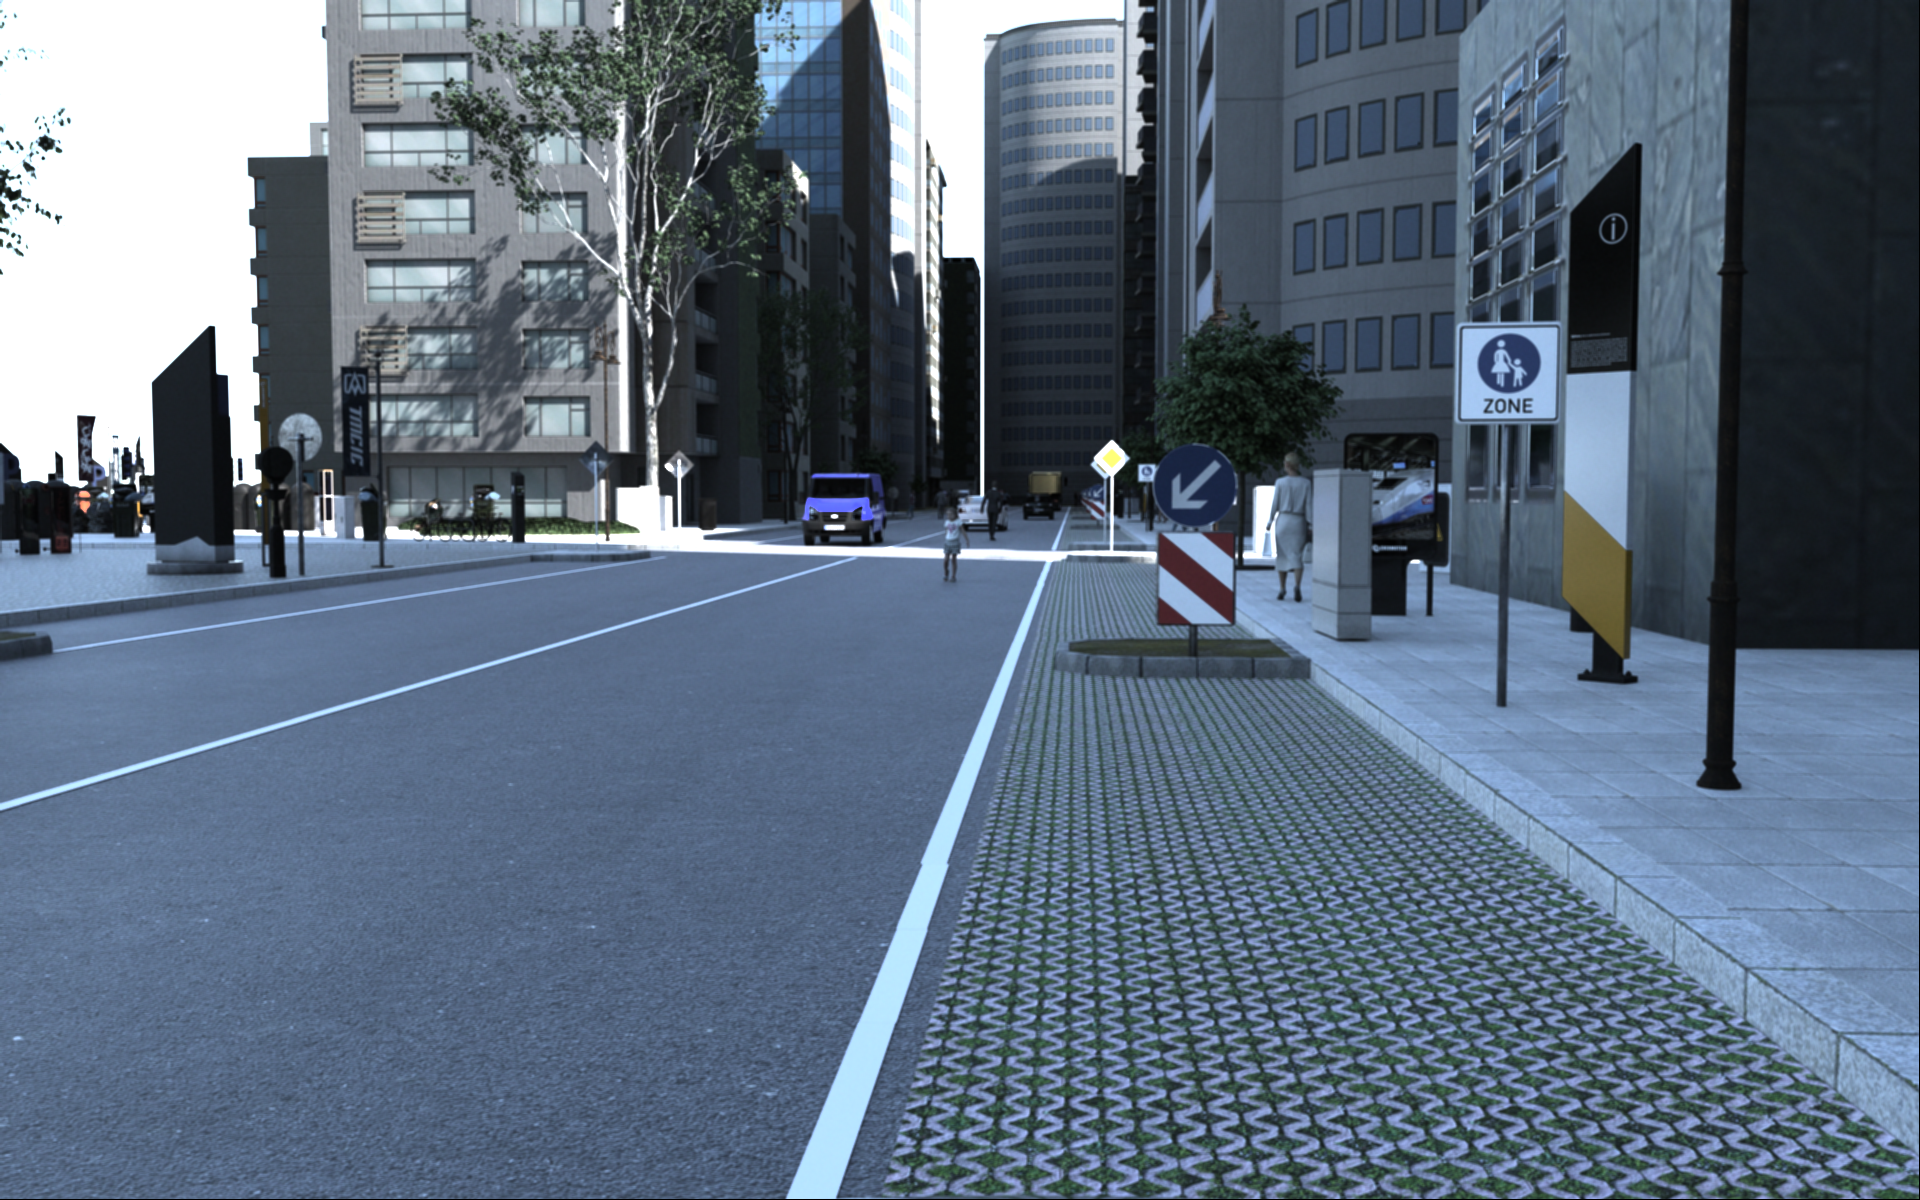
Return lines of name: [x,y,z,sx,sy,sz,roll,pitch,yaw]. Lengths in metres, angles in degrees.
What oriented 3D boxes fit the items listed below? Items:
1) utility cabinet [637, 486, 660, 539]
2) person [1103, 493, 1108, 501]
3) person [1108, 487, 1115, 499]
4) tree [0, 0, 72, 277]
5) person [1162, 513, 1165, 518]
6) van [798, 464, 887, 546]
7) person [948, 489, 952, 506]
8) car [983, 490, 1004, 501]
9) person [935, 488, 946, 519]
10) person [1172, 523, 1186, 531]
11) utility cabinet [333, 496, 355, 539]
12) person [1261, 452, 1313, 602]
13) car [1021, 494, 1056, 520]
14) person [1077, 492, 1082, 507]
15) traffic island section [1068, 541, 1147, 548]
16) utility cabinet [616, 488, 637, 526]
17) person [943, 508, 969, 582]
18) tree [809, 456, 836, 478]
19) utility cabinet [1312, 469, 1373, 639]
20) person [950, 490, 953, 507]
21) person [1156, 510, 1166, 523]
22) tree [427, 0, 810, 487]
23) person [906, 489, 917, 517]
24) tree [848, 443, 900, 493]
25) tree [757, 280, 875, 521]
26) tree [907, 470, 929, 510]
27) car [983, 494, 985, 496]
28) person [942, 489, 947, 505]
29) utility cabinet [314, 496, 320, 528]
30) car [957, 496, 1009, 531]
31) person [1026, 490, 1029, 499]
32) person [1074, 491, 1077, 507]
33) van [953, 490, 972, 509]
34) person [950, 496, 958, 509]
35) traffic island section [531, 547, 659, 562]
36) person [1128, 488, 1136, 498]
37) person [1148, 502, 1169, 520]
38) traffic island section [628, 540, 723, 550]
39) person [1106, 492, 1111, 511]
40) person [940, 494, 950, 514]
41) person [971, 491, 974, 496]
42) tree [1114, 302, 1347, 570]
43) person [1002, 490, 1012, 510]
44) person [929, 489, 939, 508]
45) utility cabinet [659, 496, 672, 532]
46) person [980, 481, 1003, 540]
utility cabinet: [-8.776,-2.470,49.071,0.318,1.500,1.173,0,4,3]
person: [15.744,-10.901,187.456,0.799,1.438,0.628,3,4,36]
person: [11.701,-7.664,131.446,0.705,1.812,1.348,-3,5,-40]
tree: [-12.154,-4.249,19.832,4.360,8.622,3.978,0,3,0]
person: [10.471,-4.973,87.623,0.573,1.790,0.520,1,4,10]
van: [-3.298,-2.777,49.787,2.240,2.365,5.245,0,4,3]
person: [-0.890,-10.781,182.300,1.348,1.826,0.705,2,4,30]
car: [3.348,-9.412,162.557,2.281,1.827,5.304,0,4,4]
person: [-1.123,-5.538,99.316,0.678,1.792,0.850,0,4,2]
person: [6.363,-2.643,49.854,0.643,1.750,0.593,1,4,19]
utility cabinet: [-17.693,-2.365,49.827,0.306,1.237,1.020,-2,4,-34]
person: [3.935,-0.877,20.738,0.694,1.780,0.624,1,4,18]
car: [4.446,-5.401,98.091,2.009,1.686,4.222,0,4,2]
person: [12.221,-10.294,177.721,0.541,1.710,0.530,3,4,36]
traffic island section: [3.832,-1.407,45.277,2.009,0.180,2.903,0,4,4]
utility cabinet: [-12.092,-3.383,63.984,1.173,1.500,0.318,-2,4,-31]
person: [-0.065,-0.905,28.309,0.505,1.210,0.382,1,4,21]
tree: [-7.003,-5.753,88.655,1.663,3.219,1.824,0,3,0]
utility cabinet: [3.446,-0.424,15.603,0.318,1.500,1.173,0,4,1]
person: [-0.864,-10.480,178.107,0.721,1.735,1.217,1,4,12]
person: [8.921,-4.269,76.188,0.374,1.781,0.599,-1,4,-22]
tree: [-10.864,-12.150,54.542,12.611,20.169,13.585,0,3,0]
person: [-2.987,-5.959,106.766,0.643,1.720,0.563,1,4,13]
tree: [-5.480,-7.754,110.497,4.285,4.588,4.351,0,3,0]
tree: [-8.008,-9.623,83.089,9.928,11.665,9.643,0,3,0]
tree: [-3.287,-8.937,140.718,1.663,3.219,1.824,0,3,0]
car: [2.552,-8.339,146.561,2.015,1.641,3.980,0,4,5]
person: [-1.796,-11.716,197.466,0.709,1.838,0.599,-1,4,-13]
utility cabinet: [-23.751,-3.296,65.043,1.020,1.237,0.306,-1,4,-14]
car: [0.887,-3.415,68.196,2.083,1.381,4.827,0,4,4]
person: [7.356,-10.855,185.965,0.705,1.826,1.348,-1,4,-20]
person: [12.365,-10.681,183.663,0.721,1.766,1.217,-1,4,-18]
van: [0.248,-9.425,161.115,2.013,2.044,4.112,0,4,4]
person: [-0.489,-8.871,153.548,0.705,1.823,1.348,2,4,26]
traffic island section: [-8.012,-0.965,38.061,2.009,0.180,2.903,0,4,4]
person: [11.960,-6.990,120.141,0.655,1.846,0.447,0,4,-1]
person: [9.811,-4.823,85.124,0.699,1.804,1.509,-2,4,-24]
traffic island section: [-7.484,-1.452,46.028,2.009,0.180,2.903,0,4,4]
person: [11.666,-7.776,133.911,0.721,1.736,1.217,3,5,44]
person: [-1.108,-6.859,123.827,0.799,1.438,0.628,0,4,2]
person: [1.133,-9.626,166.608,0.721,1.736,1.217,1,4,10]
tree: [4.847,-2.809,29.648,4.285,4.588,4.351,0,3,0]
person: [3.958,-8.854,153.245,1.348,1.826,0.705,1,4,20]
person: [-2.239,-9.577,162.756,1.348,1.807,0.705,1,4,18]
utility cabinet: [-10.257,-2.933,59.118,1.020,1.237,0.306,3,5,40]
person: [1.031,-2.789,53.871,0.659,1.850,0.755,1,4,15]
